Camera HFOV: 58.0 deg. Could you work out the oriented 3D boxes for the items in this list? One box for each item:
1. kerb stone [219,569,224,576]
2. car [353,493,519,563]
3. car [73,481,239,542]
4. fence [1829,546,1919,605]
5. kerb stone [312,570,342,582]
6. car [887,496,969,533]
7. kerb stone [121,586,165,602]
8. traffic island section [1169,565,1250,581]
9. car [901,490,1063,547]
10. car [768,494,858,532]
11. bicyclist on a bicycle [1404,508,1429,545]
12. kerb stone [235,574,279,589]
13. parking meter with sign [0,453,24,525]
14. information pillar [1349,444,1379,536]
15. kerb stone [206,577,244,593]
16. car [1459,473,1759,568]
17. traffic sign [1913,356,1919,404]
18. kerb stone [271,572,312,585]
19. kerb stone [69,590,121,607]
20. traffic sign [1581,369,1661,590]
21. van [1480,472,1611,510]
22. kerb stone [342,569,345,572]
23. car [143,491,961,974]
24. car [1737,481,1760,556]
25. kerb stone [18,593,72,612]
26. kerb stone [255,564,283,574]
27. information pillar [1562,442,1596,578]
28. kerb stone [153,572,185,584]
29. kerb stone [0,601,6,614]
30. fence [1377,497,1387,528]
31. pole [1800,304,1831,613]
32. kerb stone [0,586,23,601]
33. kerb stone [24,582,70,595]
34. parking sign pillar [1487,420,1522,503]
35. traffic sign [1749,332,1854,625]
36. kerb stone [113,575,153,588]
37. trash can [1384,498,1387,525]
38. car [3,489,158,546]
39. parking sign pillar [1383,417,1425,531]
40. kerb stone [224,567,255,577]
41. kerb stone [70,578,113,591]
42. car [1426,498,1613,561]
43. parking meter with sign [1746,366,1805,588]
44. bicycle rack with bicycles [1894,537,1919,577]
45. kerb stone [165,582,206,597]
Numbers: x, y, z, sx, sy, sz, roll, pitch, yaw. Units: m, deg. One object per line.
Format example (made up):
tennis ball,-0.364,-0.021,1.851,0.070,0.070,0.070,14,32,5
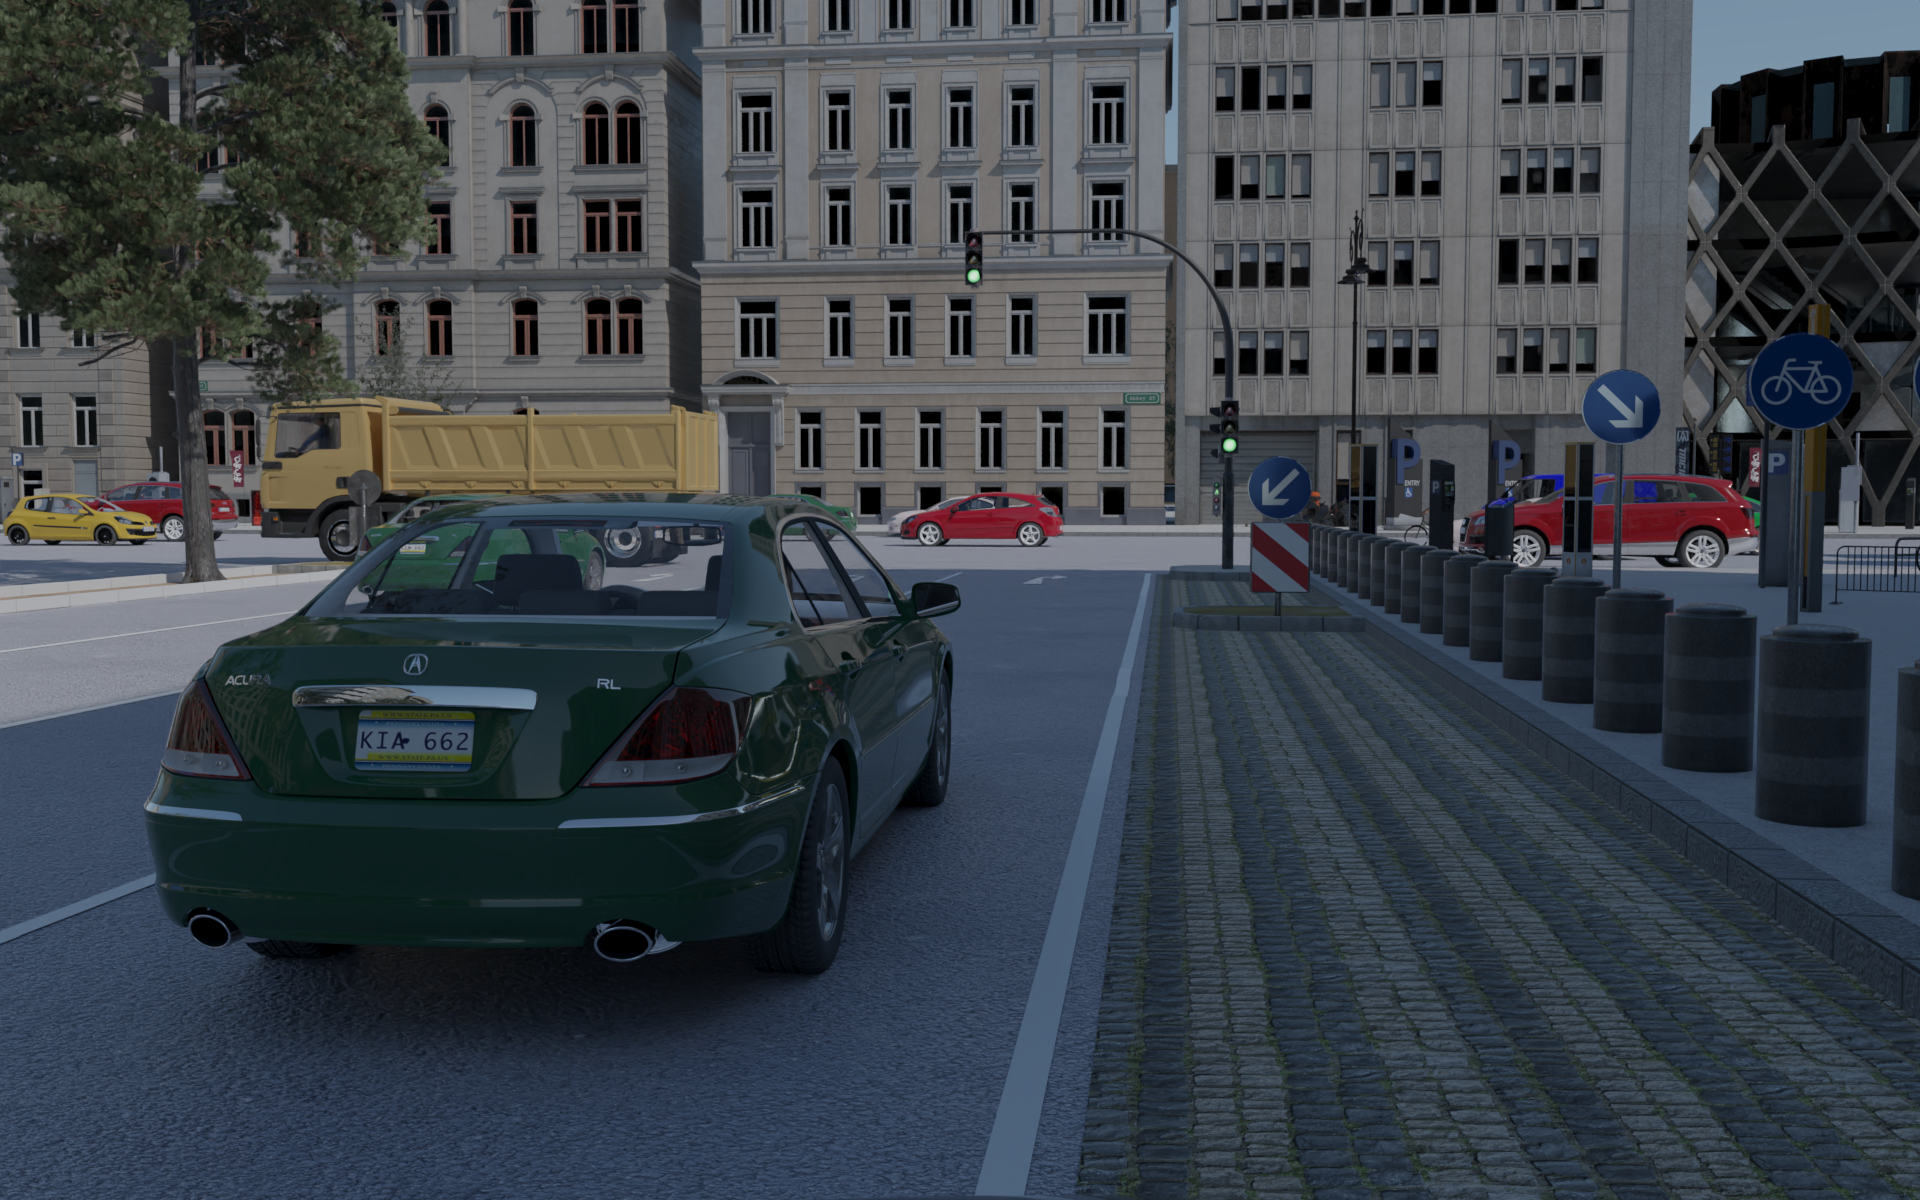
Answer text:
kerb stone,-12.634,-0.404,28.839,0.120,0.150,1.000,0,4,7
car,-6.069,-0.651,22.442,2.131,1.459,4.920,0,4,7
car,-24.799,-2.702,52.851,5.304,1.827,2.281,1,4,8
fence,11.020,-0.260,19.619,2.069,0.683,0.278,3,4,37
kerb stone,-10.550,-0.389,28.618,0.120,0.150,1.000,0,4,7
car,-0.034,-2.768,57.627,4.827,1.381,2.083,0,4,7
kerb stone,-11.161,-0.079,23.492,0.120,0.150,1.000,0,4,7
traffic island section,4.598,-0.452,29.677,2.009,0.180,2.903,0,4,7
car,0.590,-2.360,47.627,4.494,1.783,2.155,1,4,9
car,-5.608,-2.526,53.097,4.920,1.459,2.131,0,4,6
bicyclist on a bicycle,12.318,-2.128,44.817,1.625,1.676,1.499,0,4,8
kerb stone,-10.797,-0.267,26.567,0.120,0.150,1.000,0,4,7
parking meter with sign,-40.151,-4.674,72.681,0.543,3.016,1.738,1,4,15
information pillar,5.949,-1.288,25.559,0.304,2.012,0.304,-1,4,-22
kerb stone,-10.919,-0.205,25.548,0.120,0.150,1.000,0,4,7
car,12.166,-1.468,32.671,5.304,1.827,2.281,0,4,8
traffic sign,7.724,-0.811,13.369,0.768,2.556,0.104,1,4,10
kerb stone,-10.672,-0.328,27.599,0.120,0.150,1.000,0,4,7
kerb stone,-11.280,-0.017,22.472,0.120,0.150,1.000,0,4,7
traffic sign,6.771,-1.082,17.804,0.768,2.556,0.104,1,4,15
van,18.311,-2.921,52.144,5.245,2.365,2.240,0,4,5
kerb stone,-10.425,-0.455,29.641,0.120,0.150,1.000,0,4,7
car,-1.121,0.313,6.683,2.131,1.459,4.920,0,4,6
car,17.334,-1.976,41.097,4.718,1.807,1.959,0,4,7
kerb stone,-11.409,0.045,21.454,0.120,0.150,1.000,0,4,7
kerb stone,-12.391,-0.531,30.882,0.120,0.150,1.000,0,4,7
information pillar,8.754,-1.225,24.522,0.304,2.012,0.304,-1,4,-18
kerb stone,-12.756,-0.344,27.819,0.120,0.150,1.000,0,4,7
kerb stone,-11.526,0.108,20.435,0.120,0.150,1.000,0,4,7
fence,15.361,-3.251,64.359,0.480,1.192,2.264,3,5,44
pole,9.247,-1.522,18.727,0.158,3.312,0.155,0,3,0
kerb stone,-13.247,-0.094,23.736,0.120,0.150,1.000,0,4,7
kerb stone,-13.124,-0.156,24.755,0.120,0.150,1.000,0,4,7
parking sign pillar,19.798,-4.553,62.913,1.447,3.967,1.447,-2,4,-29
traffic sign,6.647,-0.835,13.766,0.768,2.556,0.104,1,4,12
kerb stone,-12.880,-0.282,26.801,0.120,0.150,1.000,0,4,7
trash can,17.283,-3.521,69.222,0.748,1.137,0.748,0,3,0
car,-24.592,-2.342,48.517,3.980,1.641,2.015,0,4,6
parking sign pillar,15.658,-4.433,60.959,1.447,3.967,1.447,-2,4,-28
kerb stone,-12.523,-0.469,29.864,0.120,0.150,1.000,0,4,7
kerb stone,-12.999,-0.215,25.776,0.120,0.150,1.000,0,4,7
car,12.813,-1.589,38.345,4.827,1.381,2.083,0,4,8
parking meter with sign,11.494,-1.703,24.099,0.543,3.016,1.738,3,5,43
bicycle rack with bicycles,15.799,-0.787,26.244,2.925,0.926,2.852,-2,4,-27
kerb stone,-11.040,-0.141,24.521,0.120,0.150,1.000,0,4,7
